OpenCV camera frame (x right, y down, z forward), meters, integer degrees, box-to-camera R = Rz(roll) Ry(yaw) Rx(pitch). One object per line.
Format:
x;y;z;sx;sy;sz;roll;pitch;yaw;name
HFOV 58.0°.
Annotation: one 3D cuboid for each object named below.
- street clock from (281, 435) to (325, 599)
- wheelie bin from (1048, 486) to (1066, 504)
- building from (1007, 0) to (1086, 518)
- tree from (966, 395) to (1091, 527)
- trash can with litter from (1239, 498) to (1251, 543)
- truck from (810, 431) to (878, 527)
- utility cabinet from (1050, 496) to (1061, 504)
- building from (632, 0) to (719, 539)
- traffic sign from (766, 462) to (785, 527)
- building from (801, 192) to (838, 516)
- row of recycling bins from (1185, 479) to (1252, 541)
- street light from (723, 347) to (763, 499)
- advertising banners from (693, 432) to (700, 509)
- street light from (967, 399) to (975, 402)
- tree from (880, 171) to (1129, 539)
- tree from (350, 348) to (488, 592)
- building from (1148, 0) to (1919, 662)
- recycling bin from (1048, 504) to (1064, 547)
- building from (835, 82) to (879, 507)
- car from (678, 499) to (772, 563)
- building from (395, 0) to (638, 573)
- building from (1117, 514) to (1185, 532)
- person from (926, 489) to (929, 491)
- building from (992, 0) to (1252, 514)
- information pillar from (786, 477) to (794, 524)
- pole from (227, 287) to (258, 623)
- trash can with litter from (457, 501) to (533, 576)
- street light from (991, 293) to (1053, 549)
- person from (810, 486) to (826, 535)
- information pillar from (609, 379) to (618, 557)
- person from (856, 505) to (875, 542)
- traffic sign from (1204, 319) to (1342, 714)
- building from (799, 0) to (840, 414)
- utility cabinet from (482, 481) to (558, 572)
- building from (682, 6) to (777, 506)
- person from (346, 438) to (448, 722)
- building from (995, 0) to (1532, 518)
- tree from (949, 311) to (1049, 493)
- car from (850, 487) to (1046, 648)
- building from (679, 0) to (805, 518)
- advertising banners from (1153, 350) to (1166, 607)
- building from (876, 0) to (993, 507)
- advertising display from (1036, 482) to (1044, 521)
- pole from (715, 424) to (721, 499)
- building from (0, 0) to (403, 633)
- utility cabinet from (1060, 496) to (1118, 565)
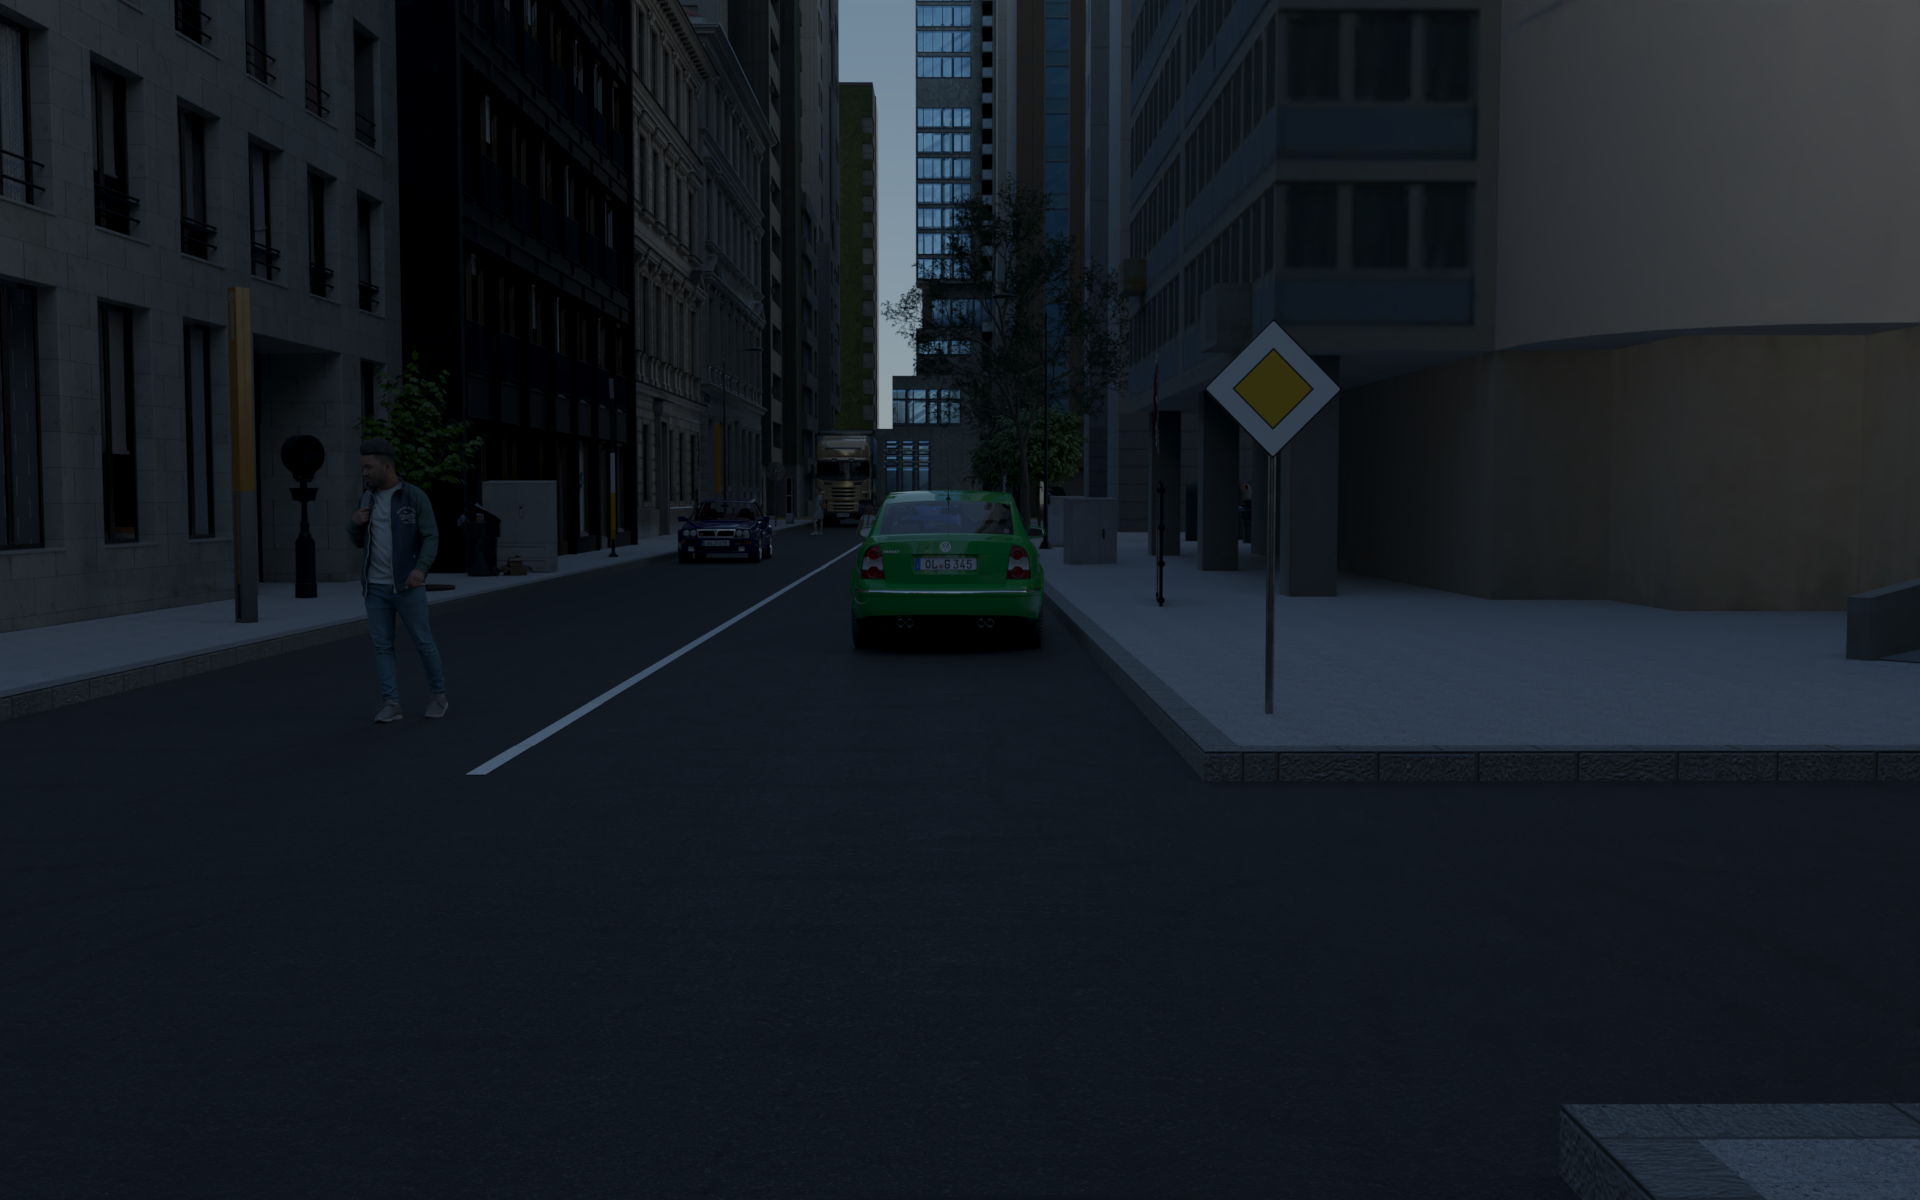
-8.071;-1.025;21.324;0.358;2.002;0.471;2;4;34;street clock
3.999;-3.931;72.174;0.980;1.594;0.693;-2;4;-35;wheelie bin
9.837;-27.461;99.101;14.600;45.320;14.200;0;4;0;building
2.645;-4.434;56.206;4.285;4.588;4.351;0;3;0;tree
7.676;-2.074;45.301;0.624;1.170;1.055;2;4;33;trash can with litter
-5.121;-5.514;79.065;2.839;4.237;11.283;0;4;-1;truck
3.202;-2.478;51.674;1.020;1.237;0.306;0;4;-3;utility cabinet
-13.825;-11.508;52.788;10.561;19.102;19.286;0;4;0;building
-7.234;-4.146;67.894;0.768;2.556;0.104;0;4;4;traffic sign
-22.726;-16.428;113.631;27.650;21.520;28.899;0;4;0;building
7.463;-2.525;48.398;1.069;1.692;3.534;3;5;43;row of recycling bins
-6.933;-5.043;55.000;1.470;5.913;1.316;0;4;0;street light
-7.569;-3.275;49.730;0.090;3.025;2.074;-1;4;-12;advertising banners
1.030;-6.888;85.162;1.470;5.913;1.316;0;4;0;street light
1.937;-7.038;49.491;8.767;10.594;7.601;0;4;-3;tree
-7.160;-1.745;23.137;1.663;3.219;1.824;0;3;0;tree
15.254;-20.451;26.256;23.993;40.220;32.217;0;4;0;building
2.542;-1.818;42.280;0.722;1.027;0.722;1;4;11;recycling bin
-15.346;-30.093;175.617;14.086;41.232;14.154;0;4;0;building
-5.042;-1.518;37.403;1.945;1.354;3.894;0;4;-1;car
-14.219;-12.566;35.126;12.332;23.373;15.834;0;4;0;building
15.666;-32.309;70.246;21.231;58.520;28.212;0;4;0;building
-1.912;-5.909;105.908;0.742;1.727;0.445;-3;5;-45;person
13.222;-36.890;145.149;21.231;58.520;28.212;0;4;0;building
-7.329;-4.291;74.652;0.304;2.012;0.304;1;4;9;information pillar
-7.124;-1.428;17.199;0.158;3.312;0.155;0;3;0;pole
-7.299;-0.967;27.202;1.055;1.170;0.624;-3;4;-36;trash can with litter
1.455;-4.140;40.233;1.470;5.913;1.316;0;4;0;street light
-4.973;-3.151;61.028;0.522;1.701;0.512;1;4;8;person
-7.048;-2.677;35.117;0.183;3.616;0.504;-1;4;-13;information pillar
-1.856;-1.274;34.348;0.505;1.210;0.382;1;4;21;person
1.803;-0.392;10.056;0.795;2.450;0.064;0;4;0;traffic sign
-23.834;-33.974;144.707;27.495;52.752;28.713;0;4;0;building
-7.221;-1.206;28.403;1.173;1.500;0.318;1;4;12;utility cabinet
-14.474;-14.477;72.858;11.583;22.565;21.152;0;4;0;building
-3.585;-0.131;10.982;0.623;1.781;0.721;0;4;1;person
18.576;-26.086;118.393;32.217;40.220;23.993;0;4;0;building
1.700;-7.288;69.516;4.360;8.622;3.978;0;3;0;tree
-0.092;-0.531;17.475;1.959;1.807;4.718;0;4;1;car
-15.928;-19.587;91.952;14.160;30.474;14.107;0;4;0;building
2.365;-1.492;20.588;0.090;3.025;2.074;0;4;5;advertising banners
7.155;-53.001;179.232;31.000;86.520;22.319;0;4;0;building
3.918;-4.751;82.893;0.123;1.923;0.974;2;4;28;advertising display
-7.094;-3.482;50.775;0.158;3.312;0.155;0;3;0;pole
-14.052;-10.040;18.904;10.420;20.320;16.860;0;4;0;building
2.399;-1.261;31.779;1.020;1.237;0.306;-2;4;-31;utility cabinet
